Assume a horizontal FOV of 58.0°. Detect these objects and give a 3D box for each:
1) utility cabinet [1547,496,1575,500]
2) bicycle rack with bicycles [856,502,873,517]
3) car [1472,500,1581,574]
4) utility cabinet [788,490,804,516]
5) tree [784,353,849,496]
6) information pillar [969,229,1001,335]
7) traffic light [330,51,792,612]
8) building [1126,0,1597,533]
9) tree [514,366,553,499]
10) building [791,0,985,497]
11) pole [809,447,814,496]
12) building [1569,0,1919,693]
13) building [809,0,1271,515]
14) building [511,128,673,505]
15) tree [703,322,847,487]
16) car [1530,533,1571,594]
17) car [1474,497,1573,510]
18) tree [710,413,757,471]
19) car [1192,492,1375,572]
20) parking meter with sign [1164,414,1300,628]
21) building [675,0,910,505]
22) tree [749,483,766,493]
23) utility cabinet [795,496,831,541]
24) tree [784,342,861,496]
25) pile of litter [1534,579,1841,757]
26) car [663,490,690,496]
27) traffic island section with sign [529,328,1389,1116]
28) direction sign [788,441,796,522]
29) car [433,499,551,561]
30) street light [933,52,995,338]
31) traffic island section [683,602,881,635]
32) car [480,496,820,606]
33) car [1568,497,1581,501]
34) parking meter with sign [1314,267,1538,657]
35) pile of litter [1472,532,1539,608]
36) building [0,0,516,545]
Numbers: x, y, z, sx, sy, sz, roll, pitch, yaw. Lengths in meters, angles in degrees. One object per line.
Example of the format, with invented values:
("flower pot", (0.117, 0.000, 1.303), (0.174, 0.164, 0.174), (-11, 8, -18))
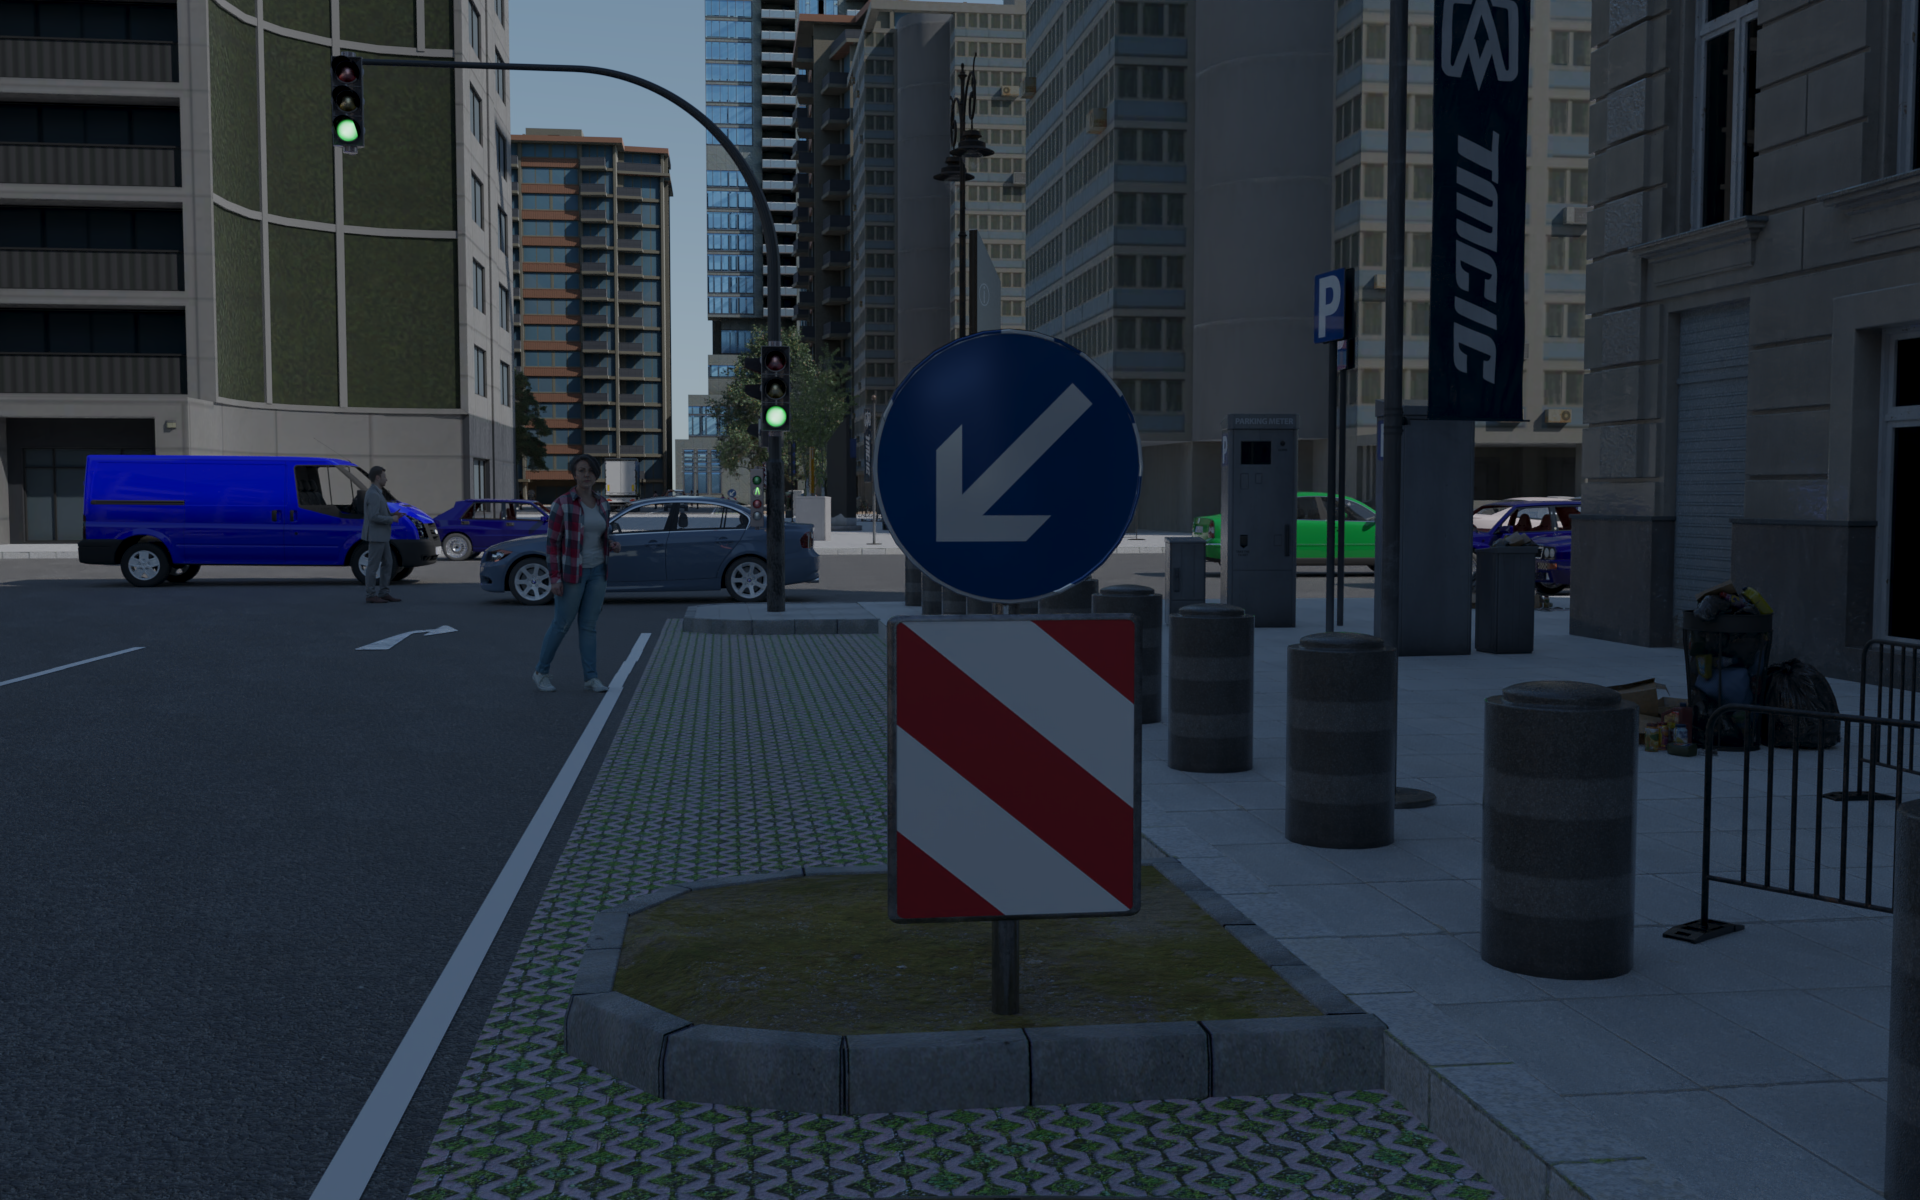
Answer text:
("utility cabinet", (15.635, -2.073, 45.058), (0.306, 1.237, 1.020), (3, 5, 44))
("bicycle rack with bicycles", (-5.504, -5.018, 95.419), (2.852, 0.926, 2.925), (-2, 4, -31))
("car", (8.555, -0.871, 26.828), (3.894, 1.354, 1.945), (-1, 4, -9))
("utility cabinet", (-9.479, -5.616, 100.504), (1.173, 1.500, 0.318), (3, 5, 42))
("tree", (-7.797, -8.493, 89.227), (4.360, 8.622, 3.978), (0, 3, 0))
("information pillar", (0.218, -1.484, 15.618), (0.183, 3.616, 0.504), (2, 4, 28))
("traffic light", (-4.100, -2.675, 18.411), (4.771, 5.953, 1.251), (0, 4, -8))
("building", (15.512, -22.700, 63.020), (23.993, 40.220, 32.217), (0, 4, -8))
("tree", (-44.049, -16.108, 170.784), (7.806, 13.903, 7.818), (0, 3, 0))
("building", (-4.185, -30.896, 159.772), (22.147, 44.769, 28.867), (0, 4, -8))
("pole", (-6.408, -4.960, 74.939), (0.158, 3.312, 0.155), (0, 3, 0))
("building", (12.786, -12.630, 3.758), (12.463, 27.353, 25.104), (0, 4, -8))
("building", (4.476, -27.069, 134.465), (32.217, 40.220, 23.993), (0, 4, -8))
("building", (-49.454, -33.986, 210.296), (28.867, 44.769, 22.147), (0, 4, -8))
("tree", (-12.190, -12.032, 113.731), (9.611, 12.733, 9.660), (0, 3, 0))
("car", (9.787, -0.727, 24.469), (3.894, 1.354, 1.945), (-1, 4, -9))
("car", (11.618, -1.314, 33.849), (4.827, 1.381, 2.083), (-1, 4, -9))
("tree", (-18.157, -13.200, 150.238), (7.601, 10.594, 8.767), (0, 4, -5))
("car", (6.385, -1.326, 30.483), (4.718, 1.807, 1.959), (0, 4, -6))
("parking meter with sign", (2.876, -1.253, 16.754), (1.738, 3.016, 0.543), (0, 4, -2))
("building", (-19.539, -55.116, 213.812), (31.000, 86.520, 22.319), (0, 4, -8))
("tree", (-16.693, -9.199, 145.012), (1.663, 3.219, 1.824), (0, 3, 0))
("utility cabinet", (-4.045, -2.238, 47.755), (1.020, 1.237, 0.306), (2, 4, 32))
("tree", (-6.830, -8.129, 83.268), (4.737, 8.622, 4.395), (0, 3, 0))
("pile of litter", (3.778, 0.305, 8.982), (1.719, 0.858, 1.176), (0, 4, 2))
("car", (-24.164, -8.482, 147.358), (2.281, 1.827, 5.304), (-1, 4, -8))
("traffic island section with sign", (-0.085, 0.225, 4.943), (1.989, 1.847, 2.006), (0, 4, -8))
("direction sign", (-7.167, -5.012, 73.947), (0.379, 3.537, 0.876), (-2, 4, -25))
("car", (-9.552, -1.550, 37.925), (3.894, 1.354, 1.945), (0, 4, -7))
("street light", (0.028, -2.811, 18.748), (0.468, 5.910, 1.993), (0, 4, -8))
("traffic island section", (-1.998, 0.204, 18.953), (2.009, 0.180, 2.903), (0, 4, -8))
("car", (-4.133, -0.688, 23.256), (4.499, 1.417, 2.014), (-1, 4, -9))
("car", (15.169, -1.686, 39.567), (4.499, 1.417, 2.014), (-1, 4, -9))
("parking meter with sign", (3.730, -1.073, 13.811), (1.738, 3.016, 0.543), (-1, 4, -13))
("pile of litter", (6.113, -0.343, 19.579), (1.176, 0.858, 1.719), (-2, 4, -26))
("building", (-25.366, -37.492, 51.251), (20.611, 71.187, 20.563), (0, 4, -8))
